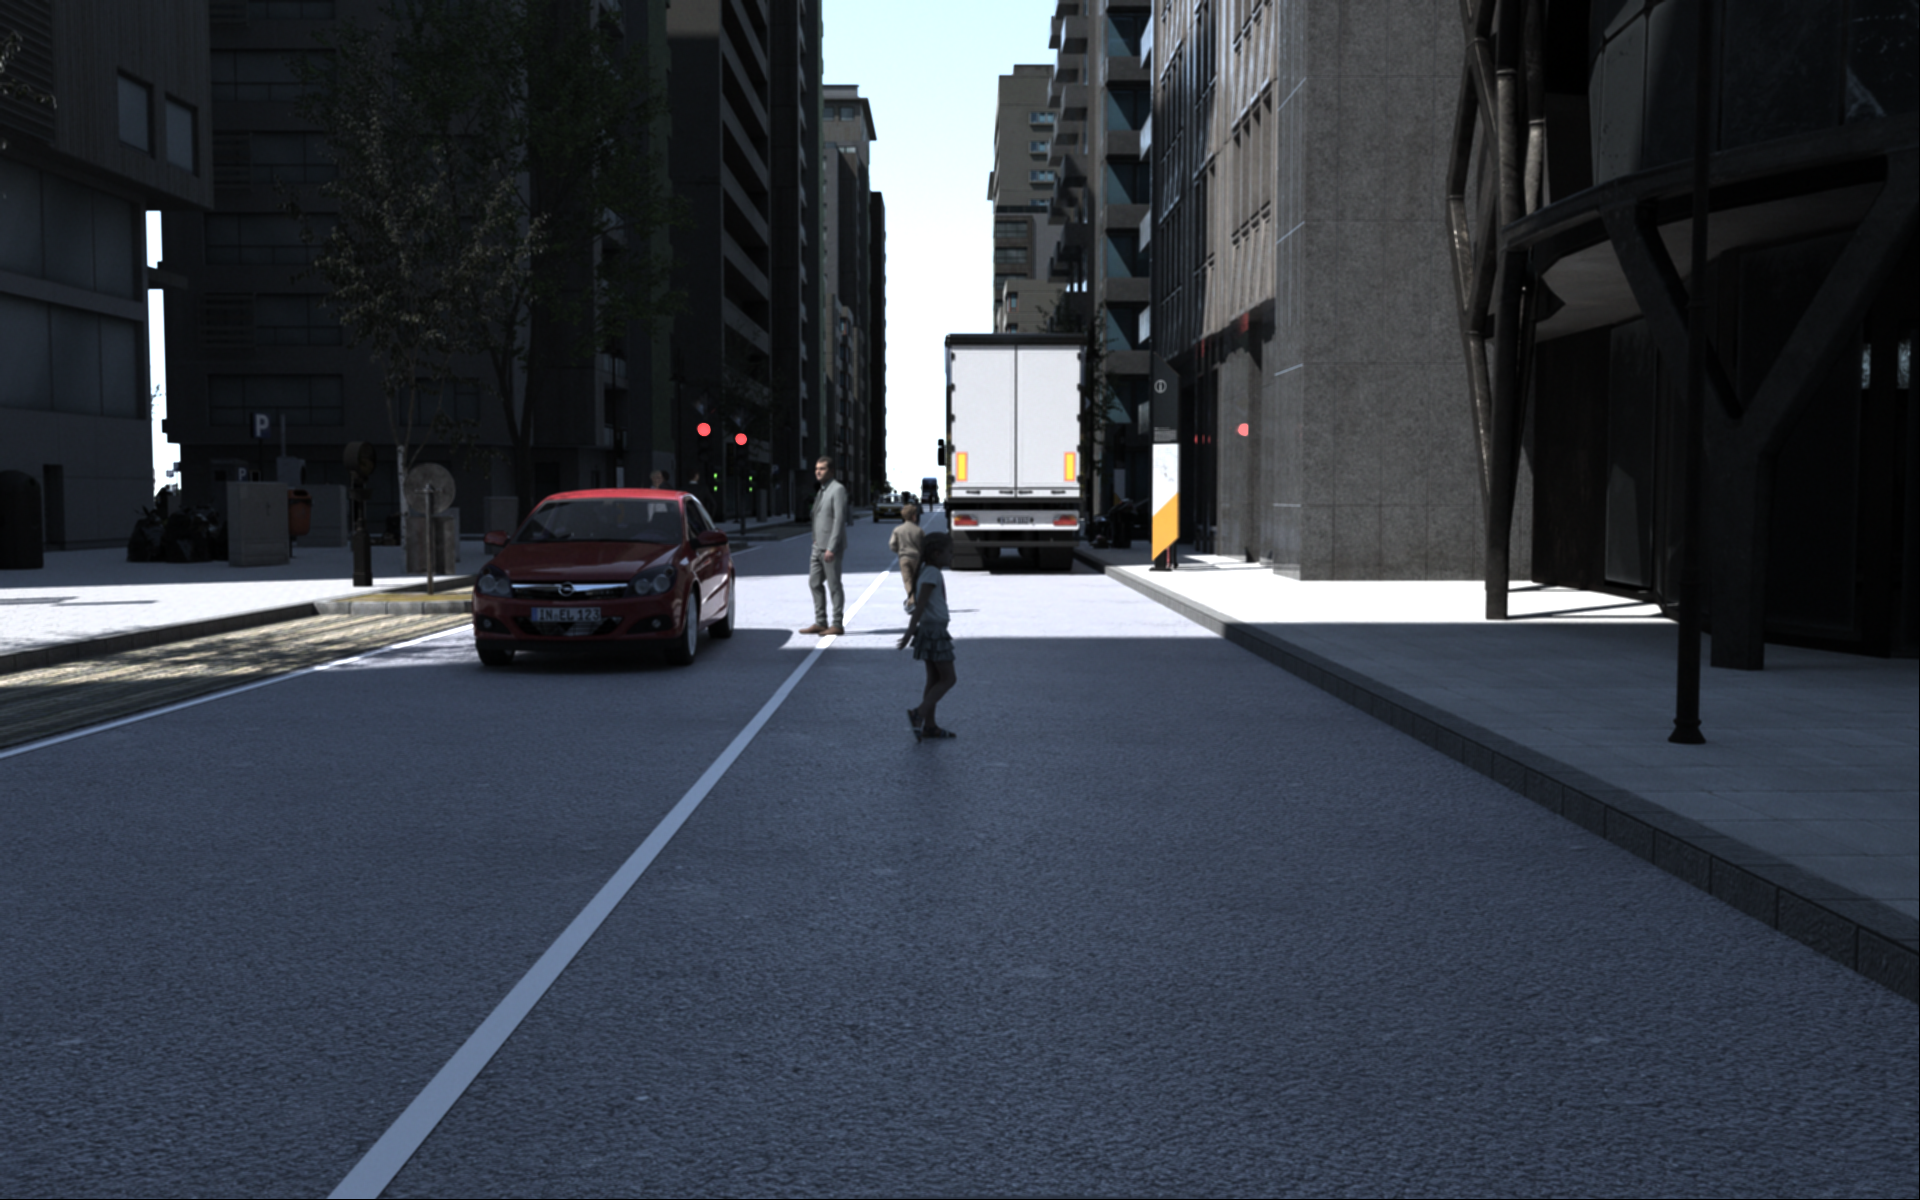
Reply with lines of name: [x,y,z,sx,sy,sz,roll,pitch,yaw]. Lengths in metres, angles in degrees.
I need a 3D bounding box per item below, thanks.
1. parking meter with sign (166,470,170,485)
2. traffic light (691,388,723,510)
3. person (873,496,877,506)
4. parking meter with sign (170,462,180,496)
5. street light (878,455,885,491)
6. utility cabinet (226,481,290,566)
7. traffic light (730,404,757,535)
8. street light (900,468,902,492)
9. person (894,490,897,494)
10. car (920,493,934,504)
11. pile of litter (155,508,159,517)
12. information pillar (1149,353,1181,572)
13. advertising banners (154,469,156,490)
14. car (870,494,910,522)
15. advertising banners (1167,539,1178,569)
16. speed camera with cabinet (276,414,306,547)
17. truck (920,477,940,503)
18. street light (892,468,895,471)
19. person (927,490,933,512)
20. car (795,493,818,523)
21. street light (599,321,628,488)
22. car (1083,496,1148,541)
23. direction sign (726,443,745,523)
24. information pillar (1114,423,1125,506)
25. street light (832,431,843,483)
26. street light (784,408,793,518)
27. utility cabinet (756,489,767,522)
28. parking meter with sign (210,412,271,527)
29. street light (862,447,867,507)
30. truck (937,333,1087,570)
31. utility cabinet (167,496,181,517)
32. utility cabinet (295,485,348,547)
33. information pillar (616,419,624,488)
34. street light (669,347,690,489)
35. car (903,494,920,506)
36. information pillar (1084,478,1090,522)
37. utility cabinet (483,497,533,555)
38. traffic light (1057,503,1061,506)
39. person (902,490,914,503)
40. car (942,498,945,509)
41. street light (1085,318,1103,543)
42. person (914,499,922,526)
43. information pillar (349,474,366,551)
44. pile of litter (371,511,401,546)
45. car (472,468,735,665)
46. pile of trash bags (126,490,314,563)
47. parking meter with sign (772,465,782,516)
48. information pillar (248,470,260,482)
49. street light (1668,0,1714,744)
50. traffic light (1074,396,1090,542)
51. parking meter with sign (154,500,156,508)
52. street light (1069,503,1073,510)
parking meter with sign: [-56.143,-7.793,123.676,0.543,3.016,1.738,-3,5,-39]
traffic light: [-6.719,-3.487,45.929,0.839,4.253,0.868,0,4,0]
person: [-5.073,-5.610,104.504,0.425,1.301,0.394,-2,4,-33]
parking meter with sign: [-41.713,-5.977,93.985,0.543,3.016,1.738,2,4,33]
street light: [-9.530,-14.792,214.637,0.468,5.910,1.993,0,4,0]
utility cabinet: [-12.496,-1.358,30.878,0.318,1.500,1.173,1,4,21]
traffic light: [-6.753,-3.975,53.914,0.839,4.253,0.868,0,4,0]
street light: [-9.745,-19.251,287.538,0.468,5.910,1.993,0,4,0]
person: [-3.966,-5.933,106.506,0.522,1.701,0.512,-1,4,-19]
car: [-4.603,-14.315,243.087,2.155,1.783,4.494,0,4,0]
pile of litter: [-29.506,-3.054,63.899,1.176,0.858,1.719,1,4,17]
information pillar: [3.402,-2.281,28.649,0.504,3.616,0.183,3,4,36]
advertising banners: [-55.132,-7.459,118.147,0.090,3.025,2.074,-3,4,-39]
car: [-3.568,-4.798,88.678,2.015,1.641,3.980,0,4,-1]
advertising banners: [3.680,-2.089,30.346,0.090,3.025,2.074,0,4,1]
speed camera with cabinet: [-16.502,-2.940,42.405,0.660,3.252,2.038,-1,4,-10]
truck: [-4.617,-17.402,274.287,2.967,4.110,18.799,0,4,0]
street light: [-9.558,-17.013,250.949,0.468,5.910,1.993,0,4,0]
person: [-2.463,-8.145,142.189,0.721,1.766,1.217,1,4,17]
car: [-6.600,-4.367,80.194,1.959,1.807,4.718,0,4,1]
street light: [-8.814,-4.366,44.177,0.468,5.910,1.993,0,4,0]
car: [5.681,-2.470,50.172,4.222,1.686,2.009,0,4,-1]
direction sign: [-9.877,-5.167,76.484,0.876,3.537,0.379,-1,4,-21]
information pillar: [5.283,-4.031,57.265,0.504,3.616,0.183,-3,5,-43]
street light: [-9.123,-9.659,130.705,0.468,5.910,1.993,0,4,0]
street light: [-9.006,-7.223,90.881,0.468,5.910,1.993,0,4,0]
utility cabinet: [-9.006,-4.286,78.752,0.318,1.500,1.173,-1,4,-16]
parking meter with sign: [-15.802,-2.523,37.505,1.738,3.016,0.543,1,4,18]
street light: [-9.273,-11.879,167.017,0.468,5.910,1.993,0,4,0]
truck: [0.928,-2.867,35.783,2.839,4.237,11.283,0,4,0]
utility cabinet: [-33.519,-3.876,74.535,1.020,1.237,0.306,-1,4,-10]
utility cabinet: [-15.393,-2.024,41.766,1.173,1.500,0.318,1,4,10]
information pillar: [-10.496,-3.786,53.257,0.183,3.616,0.504,1,4,15]
street light: [-8.829,-5.002,54.570,0.468,5.910,1.993,0,4,0]
car: [-4.526,-8.895,155.215,2.009,1.686,4.222,0,4,1]
information pillar: [5.944,-4.640,80.358,0.304,2.012,0.304,-1,4,-11]
utility cabinet: [-9.663,-1.586,37.095,1.020,1.237,0.306,-3,5,-44]
traffic light: [3.058,-3.979,53.971,0.839,4.253,0.868,0,4,0]
person: [-4.338,-8.009,140.271,1.217,1.723,0.721,0,4,-6]
car: [-0.689,-9.519,165.423,2.009,1.686,4.222,0,3,0]
street light: [3.465,-4.455,45.624,0.468,5.910,1.993,0,4,0]
person: [-1.719,-3.505,70.491,0.332,1.250,0.352,1,4,12]
information pillar: [-13.502,-2.099,38.815,0.304,2.012,0.304,-2,4,-30]
pile of litter: [-14.292,-1.785,43.144,1.176,0.858,1.719,-2,4,-30]
car: [-3.145,-0.416,15.845,2.155,1.783,4.494,0,4,-1]
pile of trash bags: [-14.190,-1.461,33.640,1.912,1.369,3.447,3,4,39]
parking meter with sign: [-10.795,-6.469,102.030,0.543,3.016,1.738,-1,4,-14]
information pillar: [-22.029,-3.031,54.056,0.304,2.012,0.304,-3,5,-45]
street light: [3.761,-2.201,8.781,0.468,5.910,1.993,0,4,0]
traffic light: [3.092,-3.490,45.986,0.839,4.253,0.868,0,4,0]
parking meter with sign: [-53.532,-7.183,113.695,0.543,3.016,1.738,1,4,19]
street light: [3.566,-5.063,55.569,0.468,5.910,1.993,0,4,0]
